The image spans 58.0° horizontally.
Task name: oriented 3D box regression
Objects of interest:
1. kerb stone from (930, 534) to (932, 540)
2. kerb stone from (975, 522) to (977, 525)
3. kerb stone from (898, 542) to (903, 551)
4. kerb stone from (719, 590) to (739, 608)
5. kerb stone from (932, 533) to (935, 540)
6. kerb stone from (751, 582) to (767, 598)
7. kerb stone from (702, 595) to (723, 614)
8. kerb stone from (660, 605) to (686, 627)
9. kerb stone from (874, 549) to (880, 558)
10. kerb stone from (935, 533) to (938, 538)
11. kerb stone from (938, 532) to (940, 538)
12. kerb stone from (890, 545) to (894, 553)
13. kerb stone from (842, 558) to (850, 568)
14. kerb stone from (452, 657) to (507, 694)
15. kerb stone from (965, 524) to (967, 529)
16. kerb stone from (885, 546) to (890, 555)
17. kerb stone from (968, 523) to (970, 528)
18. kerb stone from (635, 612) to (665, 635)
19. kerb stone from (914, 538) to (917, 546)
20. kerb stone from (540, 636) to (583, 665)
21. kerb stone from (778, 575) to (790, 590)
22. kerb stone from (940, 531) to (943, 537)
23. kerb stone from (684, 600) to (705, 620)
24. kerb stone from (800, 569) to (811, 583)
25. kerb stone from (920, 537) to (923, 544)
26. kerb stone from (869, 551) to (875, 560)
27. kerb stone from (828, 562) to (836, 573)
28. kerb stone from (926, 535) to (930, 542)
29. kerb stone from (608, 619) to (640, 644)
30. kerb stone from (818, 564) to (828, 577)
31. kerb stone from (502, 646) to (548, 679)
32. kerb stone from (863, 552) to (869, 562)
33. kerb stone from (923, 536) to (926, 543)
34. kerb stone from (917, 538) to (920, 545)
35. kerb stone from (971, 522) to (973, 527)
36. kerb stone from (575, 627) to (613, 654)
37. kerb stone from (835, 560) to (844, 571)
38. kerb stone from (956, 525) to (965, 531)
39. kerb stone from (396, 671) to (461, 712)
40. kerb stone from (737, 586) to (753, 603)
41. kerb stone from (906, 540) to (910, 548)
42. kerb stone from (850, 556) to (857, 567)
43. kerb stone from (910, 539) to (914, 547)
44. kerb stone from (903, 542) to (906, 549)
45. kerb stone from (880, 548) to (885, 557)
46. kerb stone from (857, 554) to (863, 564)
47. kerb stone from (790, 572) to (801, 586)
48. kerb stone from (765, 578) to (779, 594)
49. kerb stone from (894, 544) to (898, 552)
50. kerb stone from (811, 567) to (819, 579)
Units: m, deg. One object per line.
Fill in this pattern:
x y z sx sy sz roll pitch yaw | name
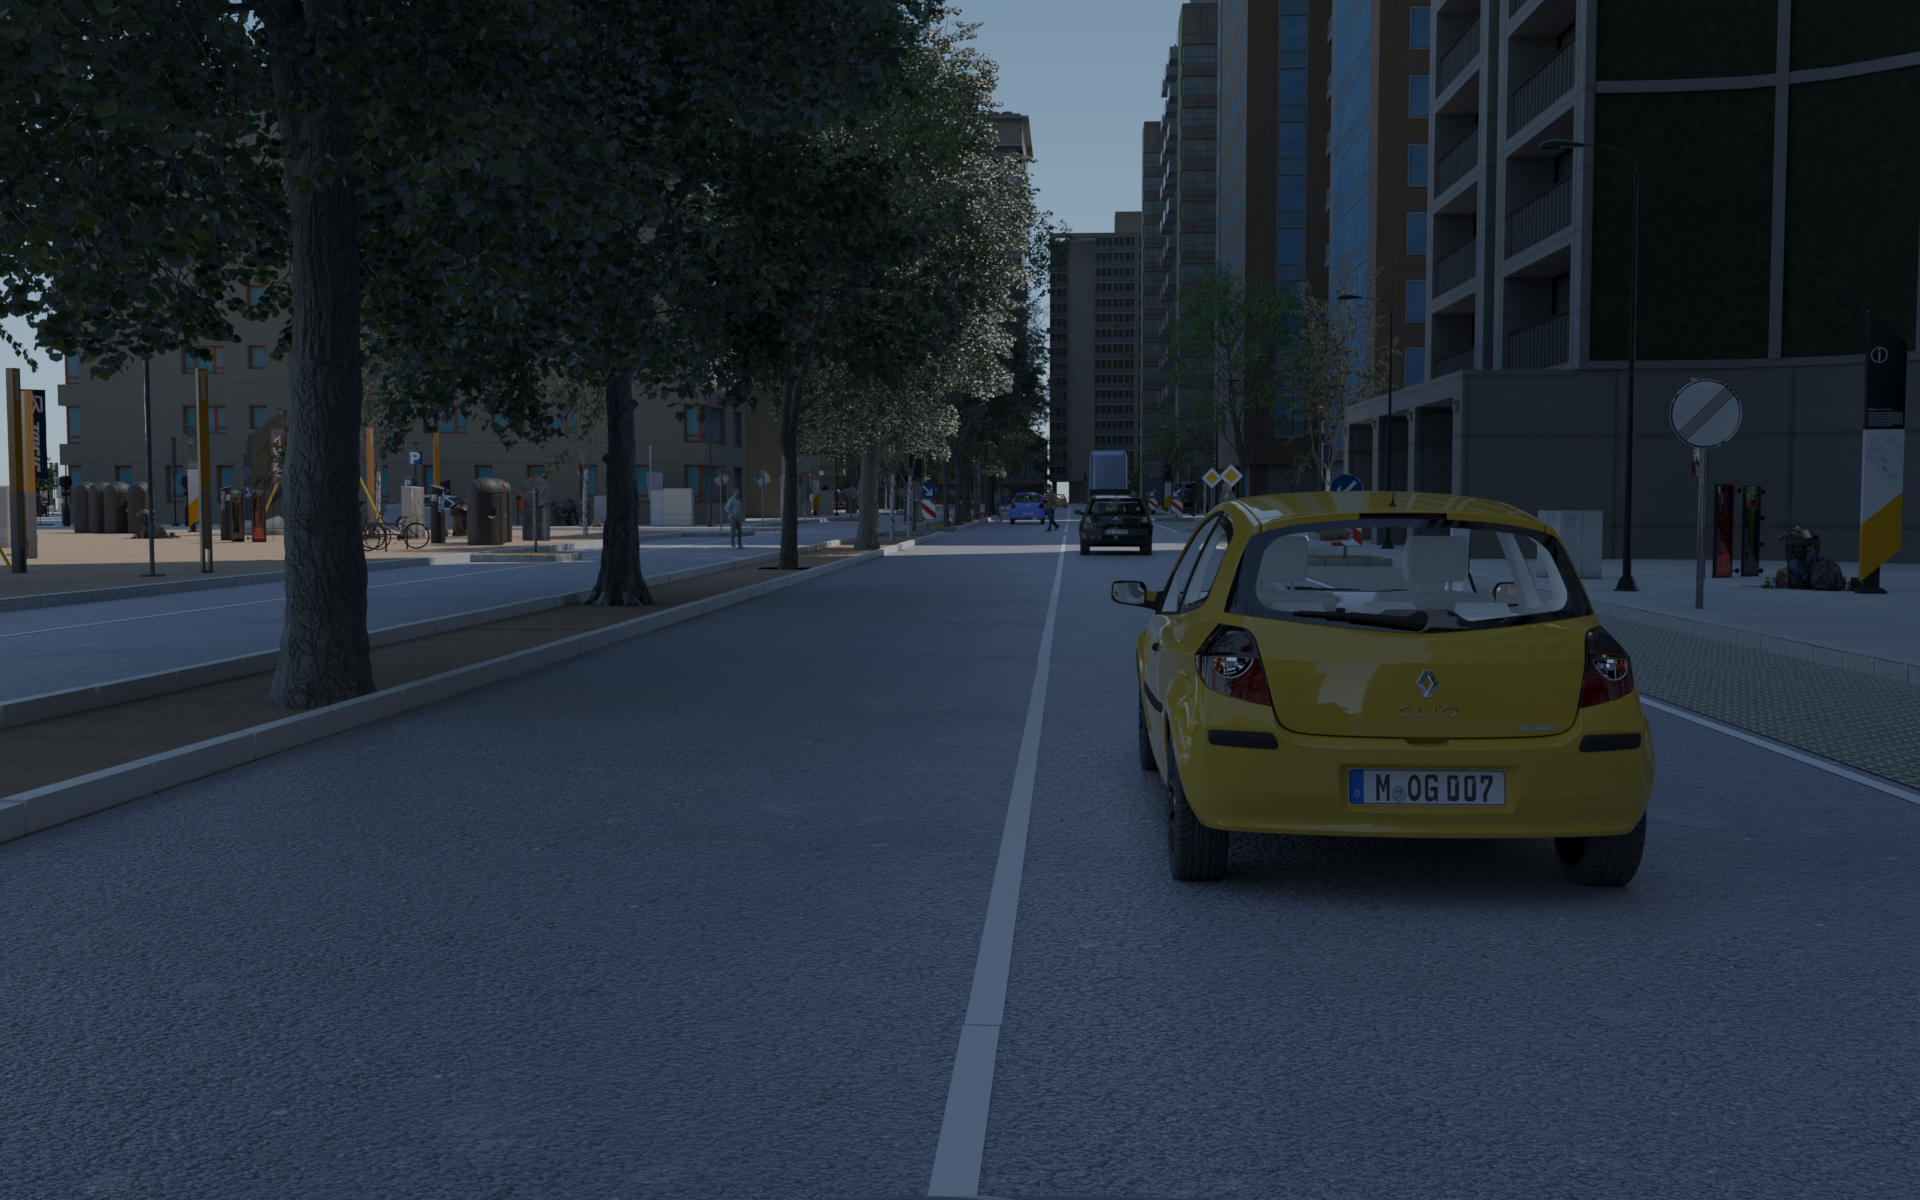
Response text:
-1.022 -1.871 52.798 0.120 0.150 1.000 0 4 4 | kerb stone
0.542 -3.343 76.846 0.120 0.150 1.000 0 4 4 | kerb stone
-1.613 -1.308 43.583 0.120 0.150 1.000 0 4 4 | kerb stone
-3.015 0.006 22.102 0.120 0.150 1.000 0 4 4 | kerb stone
-0.954 -1.931 53.817 0.120 0.150 1.000 0 4 4 | kerb stone
-2.880 -0.120 24.152 0.120 0.150 1.000 0 4 4 | kerb stone
-3.079 0.069 21.072 0.120 0.150 1.000 0 4 4 | kerb stone
-3.210 0.193 19.033 0.120 0.150 1.000 0 4 4 | kerb stone
-1.954 -0.996 38.474 0.120 0.150 1.000 0 4 4 | kerb stone
-0.887 -1.993 54.837 0.120 0.150 1.000 0 4 4 | kerb stone
-0.828 -2.059 55.858 0.120 0.150 1.000 0 4 4 | kerb stone
-1.759 -1.178 41.543 0.120 0.150 1.000 0 4 4 | kerb stone
-2.288 -0.682 33.349 0.120 0.150 1.000 0 4 4 | kerb stone
-3.611 0.569 12.893 0.120 0.150 1.000 0 4 4 | kerb stone
0.076 -2.901 69.676 0.120 0.150 1.000 0 4 4 | kerb stone
-1.815 -1.121 40.519 0.120 0.150 1.000 0 4 4 | kerb stone
0.208 -3.029 71.716 0.120 0.150 1.000 0 4 4 | kerb stone
-3.277 0.256 18.013 0.120 0.150 1.000 0 4 4 | kerb stone
-1.358 -1.558 47.663 0.120 0.150 1.000 0 4 4 | kerb stone
-3.476 0.444 14.933 0.120 0.150 1.000 0 4 4 | kerb stone
-2.752 -0.245 26.195 0.120 0.150 1.000 0 4 4 | kerb stone
-0.747 -2.121 56.877 0.120 0.150 1.000 0 4 4 | kerb stone
-3.151 0.131 20.053 0.120 0.150 1.000 0 4 4 | kerb stone
-2.611 -0.370 28.240 0.120 0.150 1.000 0 4 4 | kerb stone
-1.226 -1.681 49.716 0.120 0.150 1.000 0 4 4 | kerb stone
-2.013 -0.931 37.447 0.120 0.150 1.000 0 4 4 | kerb stone
-2.411 -0.557 31.304 0.120 0.150 1.000 0 4 4 | kerb stone
-1.088 -1.809 51.778 0.120 0.150 1.000 0 4 4 | kerb stone
-3.346 0.322 16.980 0.120 0.150 1.000 0 4 4 | kerb stone
-2.489 -0.494 30.280 0.120 0.150 1.000 0 4 4 | kerb stone
-3.541 0.507 13.913 0.120 0.150 1.000 0 4 4 | kerb stone
-2.085 -0.866 36.426 0.120 0.150 1.000 0 4 4 | kerb stone
-1.161 -1.746 50.745 0.120 0.150 1.000 0 4 4 | kerb stone
-1.293 -1.620 48.690 0.120 0.150 1.000 0 4 4 | kerb stone
0.346 -3.154 73.761 0.120 0.150 1.000 0 4 4 | kerb stone
-3.411 0.382 15.953 0.120 0.150 1.000 0 4 4 | kerb stone
-2.346 -0.620 32.328 0.120 0.150 1.000 0 4 4 | kerb stone
0.017 -2.838 68.655 0.120 0.150 1.000 0 4 4 | kerb stone
-3.677 0.632 11.869 0.120 0.150 1.000 0 4 4 | kerb stone
-2.951 -0.057 23.122 0.120 0.150 1.000 0 4 4 | kerb stone
-1.496 -1.433 45.624 0.120 0.150 1.000 0 4 4 | kerb stone
-2.218 -0.744 34.375 0.120 0.150 1.000 0 4 4 | kerb stone
-1.424 -1.493 46.643 0.120 0.150 1.000 0 4 4 | kerb stone
-1.553 -1.366 44.603 0.120 0.150 1.000 0 4 4 | kerb stone
-1.891 -1.055 39.496 0.120 0.150 1.000 0 4 4 | kerb stone
-2.148 -0.800 35.401 0.120 0.150 1.000 0 4 4 | kerb stone
-2.674 -0.307 27.220 0.120 0.150 1.000 0 4 4 | kerb stone
-2.811 -0.182 25.175 0.120 0.150 1.000 0 4 4 | kerb stone
-1.684 -1.246 42.563 0.120 0.150 1.000 0 4 4 | kerb stone
-2.550 -0.432 29.260 0.120 0.150 1.000 0 4 4 | kerb stone
